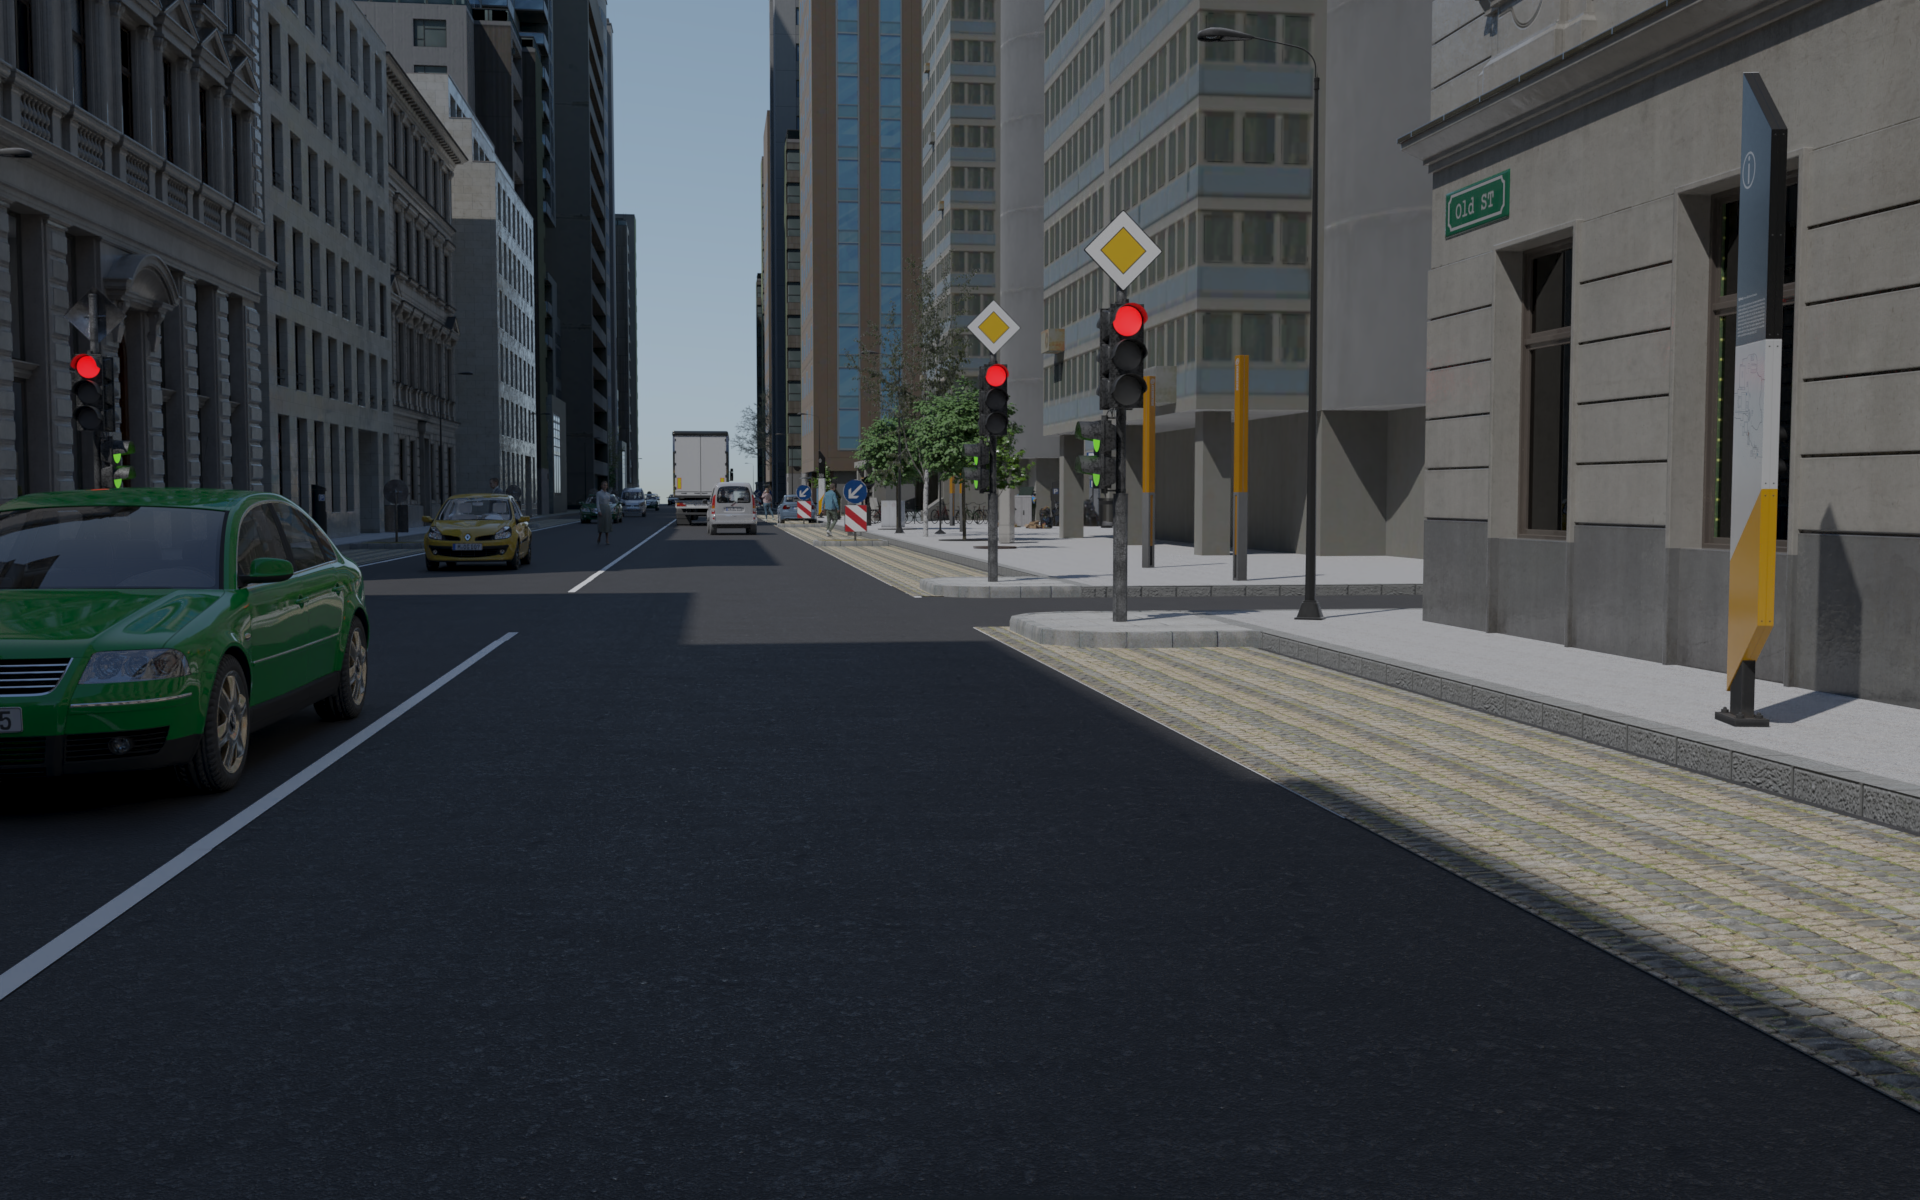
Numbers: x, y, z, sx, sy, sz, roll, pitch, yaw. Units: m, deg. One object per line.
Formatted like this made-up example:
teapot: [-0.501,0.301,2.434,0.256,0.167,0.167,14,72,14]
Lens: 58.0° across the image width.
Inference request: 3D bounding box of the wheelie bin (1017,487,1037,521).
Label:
wheelie bin: [2.876,-4.073,74.501,0.980,1.594,0.693,2,4,29]

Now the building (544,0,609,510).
building: [-42.380,-32.258,151.126,21.300,48.544,21.600,0,4,-8]

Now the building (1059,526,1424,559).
building: [15.315,-21.422,42.123,23.993,40.220,32.217,0,4,-8]

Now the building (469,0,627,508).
building: [-54.039,-55.535,220.676,22.319,86.520,31.000,0,4,-8]

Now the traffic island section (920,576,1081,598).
traffic island section: [0.503,-0.187,25.335,2.009,0.180,2.903,0,4,-8]

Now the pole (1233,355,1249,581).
pole: [4.143,-1.939,25.546,0.158,3.312,0.155,0,3,0]

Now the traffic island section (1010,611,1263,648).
traffic island section: [1.631,0.297,17.430,2.009,0.180,2.903,0,4,-8]

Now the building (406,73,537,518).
building: [-27.561,-14.209,87.065,10.420,20.320,16.860,0,4,-8]

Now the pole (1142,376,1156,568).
pole: [3.274,-2.213,30.022,0.158,3.312,0.155,0,3,0]

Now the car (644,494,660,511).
car: [-26.932,-8.422,149.502,2.131,1.459,4.920,0,4,-8]

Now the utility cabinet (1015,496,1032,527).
utility cabinet: [2.309,-3.491,68.245,1.020,1.237,0.306,0,4,-2]

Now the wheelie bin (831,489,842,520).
wheelie bin: [-6.217,-4.782,86.096,0.693,1.594,0.980,0,4,1]

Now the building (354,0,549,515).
building: [-32.582,-20.291,103.453,14.160,30.474,14.107,0,4,-8]

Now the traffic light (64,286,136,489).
traffic light: [-11.675,-2.113,23.474,0.839,4.253,0.868,0,4,-8]

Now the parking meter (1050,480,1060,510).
parking meter: [3.962,-4.063,72.147,0.399,1.863,0.255,0,4,0]

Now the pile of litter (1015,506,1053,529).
pile of litter: [2.905,-3.079,64.315,1.176,0.858,1.719,2,4,26]

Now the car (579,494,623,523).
car: [-17.777,-4.536,85.963,2.131,1.459,4.920,0,4,-7]

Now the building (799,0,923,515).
building: [-3.095,-28.279,112.476,14.600,45.320,14.200,0,4,-8]

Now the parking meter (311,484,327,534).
parking meter: [-16.657,-2.239,45.023,0.372,1.533,0.369,0,3,0]

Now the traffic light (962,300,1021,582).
traffic light: [0.462,-2.220,25.216,0.839,4.253,0.868,0,4,-8]

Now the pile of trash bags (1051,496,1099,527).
pile of trash bags: [5.240,-3.622,68.965,3.447,1.369,1.912,1,4,10]

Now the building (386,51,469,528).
building: [-25.925,-12.433,67.911,10.561,19.102,19.286,0,4,-8]

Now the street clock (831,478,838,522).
street clock: [-5.818,-4.614,80.016,0.358,2.002,0.471,-1,4,-10]

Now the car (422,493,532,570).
car: [-9.384,-1.445,33.845,2.015,1.641,3.980,-1,4,-9]

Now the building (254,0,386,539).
building: [-23.401,-11.943,50.012,10.420,20.320,16.860,0,4,-8]

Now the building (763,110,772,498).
building: [-15.313,-33.574,199.053,14.600,45.320,14.200,0,4,-8]

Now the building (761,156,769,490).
building: [-17.388,-32.388,213.142,14.154,41.232,14.086,0,4,-8]

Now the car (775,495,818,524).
car: [-7.710,-4.274,81.875,2.014,1.417,4.499,0,4,-8]

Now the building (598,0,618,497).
building: [-49.711,-39.767,192.195,21.231,58.520,28.212,0,4,-8]

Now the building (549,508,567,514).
building: [-39.597,-49.591,123.483,22.319,86.520,31.000,0,4,-8]

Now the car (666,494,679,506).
car: [-35.975,-12.753,218.295,2.009,1.686,4.222,-1,4,-9]

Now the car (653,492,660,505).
car: [-41.838,-13.862,236.228,1.945,1.707,3.694,-1,4,-8]

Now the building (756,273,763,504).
building: [-19.693,-27.869,227.355,14.160,30.474,14.107,0,4,-8]

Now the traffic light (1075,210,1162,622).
traffic light: [1.590,-1.736,17.310,0.839,4.253,0.868,0,4,-8]

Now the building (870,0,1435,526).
building: [10.966,-24.357,90.124,32.217,40.220,23.993,0,4,-8]

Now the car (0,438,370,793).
car: [-4.550,-0.049,9.603,1.959,1.807,4.718,0,4,-7]

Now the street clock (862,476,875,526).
street clock: [-3.680,-3.989,69.794,0.471,2.002,0.358,1,4,12]

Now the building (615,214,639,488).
building: [-53.016,-34.338,245.020,14.154,41.232,14.086,0,4,-8]

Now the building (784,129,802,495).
building: [-7.331,-22.603,141.261,14.160,30.474,14.107,0,4,-8]

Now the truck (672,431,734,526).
truck: [-12.208,-5.713,82.325,2.839,4.237,11.283,0,4,-7]

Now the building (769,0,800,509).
building: [-7.171,-37.907,161.786,21.231,58.520,28.212,0,4,-8]

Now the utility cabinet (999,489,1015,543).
utility cabinet: [1.210,-2.238,45.274,0.318,1.500,1.173,0,4,8]

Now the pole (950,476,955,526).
pole: [-0.310,-4.633,69.595,0.158,3.312,0.155,0,3,0]

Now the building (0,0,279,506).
building: [-20.209,-12.388,31.422,11.050,23.489,19.941,0,4,-8]

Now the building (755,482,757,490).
building: [-13.141,-33.999,247.764,32.217,40.220,23.993,0,4,-8]
